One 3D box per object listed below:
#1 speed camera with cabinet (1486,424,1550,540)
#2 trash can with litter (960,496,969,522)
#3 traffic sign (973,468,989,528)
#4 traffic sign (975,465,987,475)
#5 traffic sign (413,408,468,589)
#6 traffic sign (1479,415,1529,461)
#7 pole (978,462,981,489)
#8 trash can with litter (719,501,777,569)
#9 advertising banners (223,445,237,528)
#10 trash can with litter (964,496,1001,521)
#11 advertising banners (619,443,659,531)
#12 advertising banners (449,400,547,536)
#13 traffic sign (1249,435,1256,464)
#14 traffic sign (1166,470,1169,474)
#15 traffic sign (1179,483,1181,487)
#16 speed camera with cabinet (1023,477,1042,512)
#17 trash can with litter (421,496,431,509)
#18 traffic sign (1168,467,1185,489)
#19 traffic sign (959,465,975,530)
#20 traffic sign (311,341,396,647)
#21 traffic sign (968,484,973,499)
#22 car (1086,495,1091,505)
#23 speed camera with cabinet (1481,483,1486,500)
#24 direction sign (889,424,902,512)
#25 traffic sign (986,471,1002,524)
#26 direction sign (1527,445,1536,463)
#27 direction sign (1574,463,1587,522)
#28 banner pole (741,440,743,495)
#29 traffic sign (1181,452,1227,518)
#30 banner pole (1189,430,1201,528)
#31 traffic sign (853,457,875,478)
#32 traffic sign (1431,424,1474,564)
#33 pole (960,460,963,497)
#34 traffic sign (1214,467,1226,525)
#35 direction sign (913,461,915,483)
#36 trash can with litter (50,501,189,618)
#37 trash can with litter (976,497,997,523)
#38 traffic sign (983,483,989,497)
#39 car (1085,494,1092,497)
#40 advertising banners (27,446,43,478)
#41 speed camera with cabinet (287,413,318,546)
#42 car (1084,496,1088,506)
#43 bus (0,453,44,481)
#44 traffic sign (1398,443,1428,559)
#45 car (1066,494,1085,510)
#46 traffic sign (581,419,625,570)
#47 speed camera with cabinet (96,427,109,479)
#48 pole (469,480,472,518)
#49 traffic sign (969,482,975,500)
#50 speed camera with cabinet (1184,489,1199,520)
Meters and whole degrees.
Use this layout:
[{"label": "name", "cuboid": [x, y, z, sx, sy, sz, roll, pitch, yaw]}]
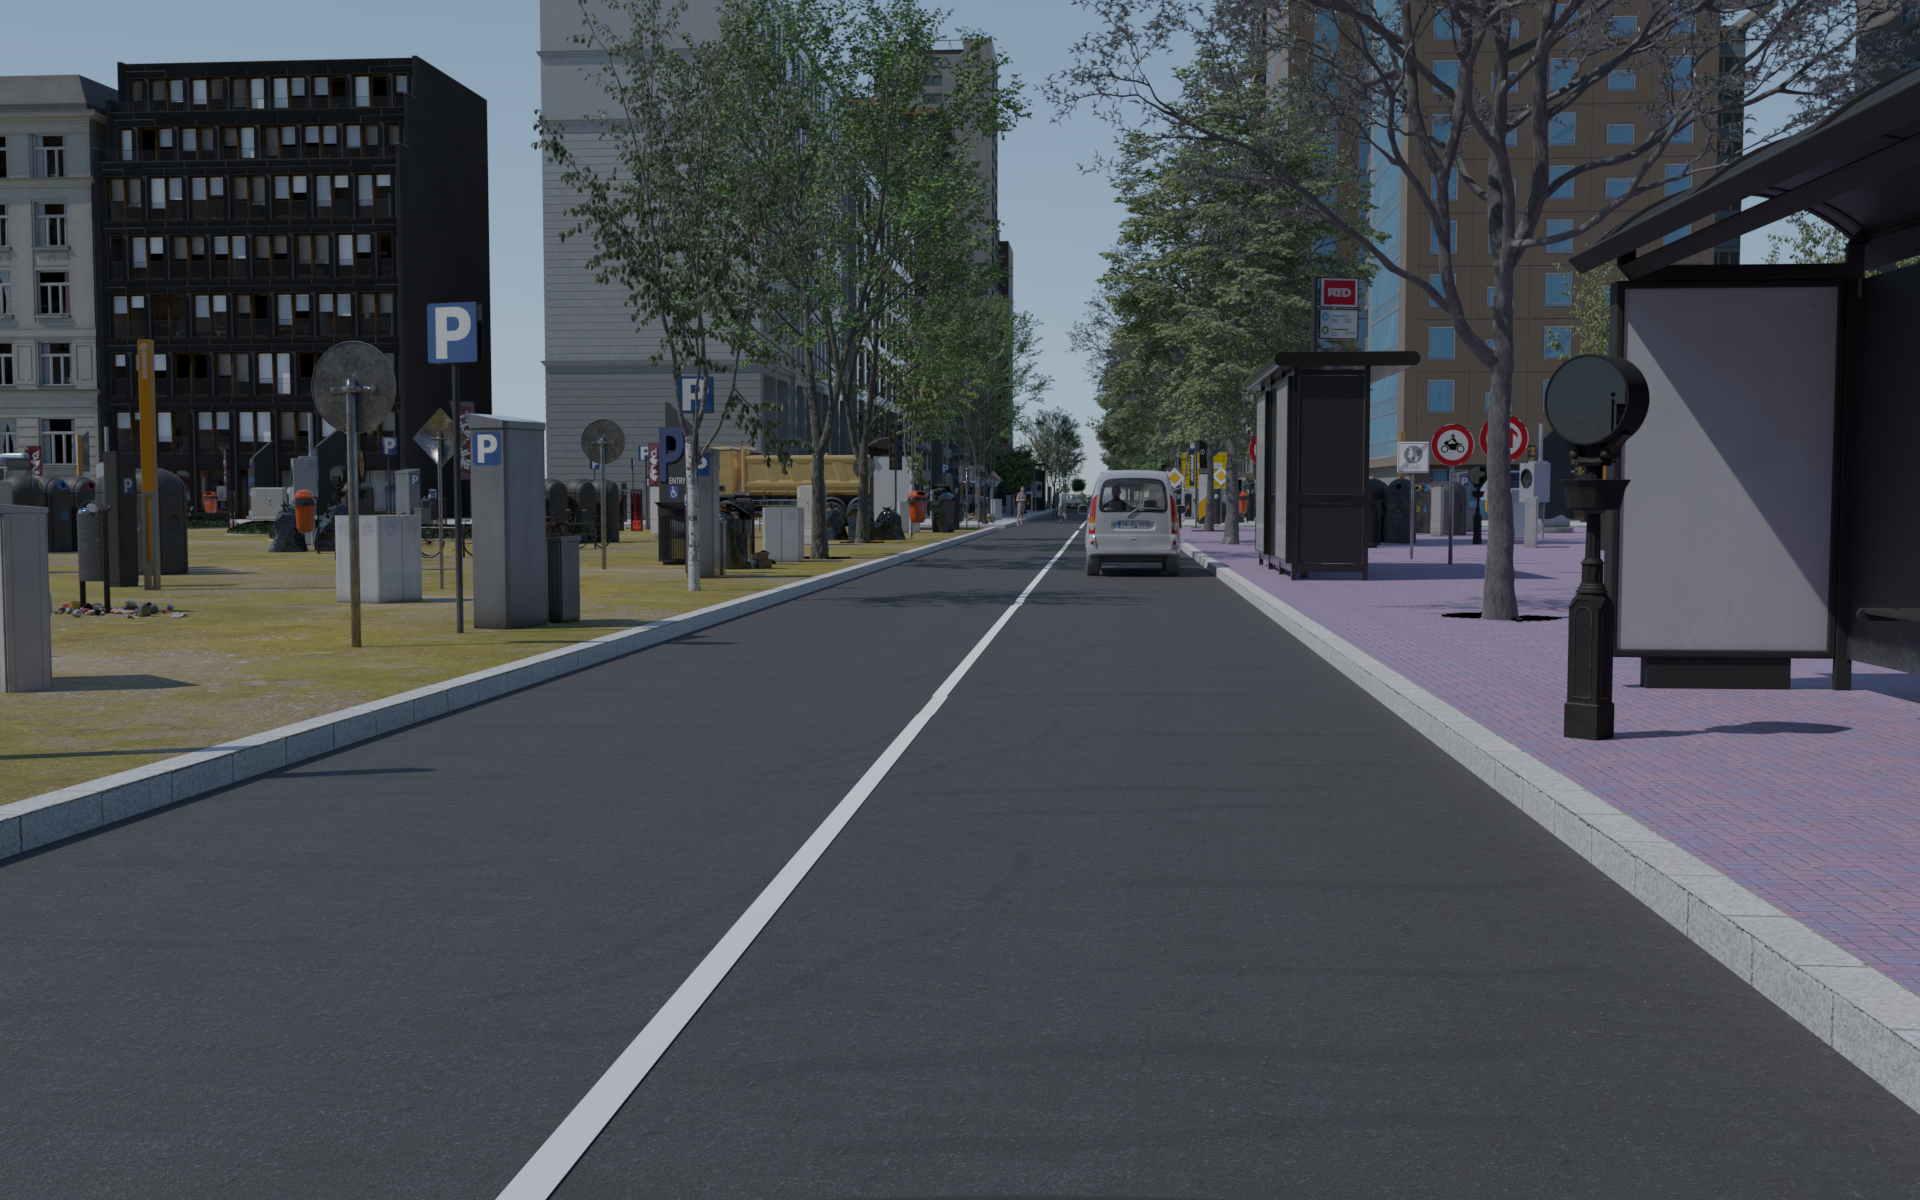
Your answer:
[{"label": "speed camera with cabinet", "cuboid": [15.953, -3.365, 49.355, 0.660, 3.252, 2.038, -1, 4, -17]}, {"label": "trash can with litter", "cuboid": [-0.081, -4.178, 79.698, 0.624, 1.170, 1.055, 1, 4, 20]}, {"label": "traffic sign", "cuboid": [0.727, -3.816, 66.036, 0.795, 2.450, 0.064, 0, 4, 5]}, {"label": "traffic sign", "cuboid": [0.798, -4.566, 74.768, 0.768, 2.556, 0.104, 1, 4, 8]}, {"label": "traffic sign", "cuboid": [-6.999, -1.355, 23.338, 0.795, 2.450, 0.064, 1, 4, 11]}, {"label": "traffic sign", "cuboid": [8.729, -1.698, 27.874, 0.768, 2.556, 0.104, 1, 4, 9]}, {"label": "pole", "cuboid": [1.224, -7.059, 109.265, 0.158, 3.312, 0.155, 0, 3, 0]}, {"label": "trash can with litter", "cuboid": [-3.721, -1.127, 29.806, 1.055, 1.170, 0.624, -3, 5, -44]}, {"label": "advertising banners", "cuboid": [-26.340, -4.054, 62.472, 0.090, 3.025, 2.074, -1, 4, -12]}, {"label": "trash can with litter", "cuboid": [0.822, -4.375, 82.581, 2.233, 1.210, 1.678, 0, 4, 5]}, {"label": "advertising banners", "cuboid": [-11.175, -3.884, 59.688, 2.074, 3.025, 0.090, 1, 4, 23]}, {"label": "advertising banners", "cuboid": [-8.835, -2.263, 33.195, 0.090, 3.025, 2.074, 3, 5, 43]}, {"label": "traffic sign", "cuboid": [6.177, -2.121, 34.785, 0.768, 2.556, 0.104, 1, 4, 9]}, {"label": "traffic sign", "cuboid": [8.776, -4.263, 73.341, 0.795, 2.450, 0.064, 0, 4, 5]}, {"label": "traffic sign", "cuboid": [12.868, -6.212, 101.676, 0.768, 2.556, 0.104, 1, 4, 9]}, {"label": "speed camera with cabinet", "cuboid": [4.971, -7.852, 122.721, 0.660, 3.252, 2.038, 3, 5, 40]}, {"label": "trash can with litter", "cuboid": [-16.825, -2.702, 55.241, 1.678, 1.210, 2.233, 0, 4, -2]}, {"label": "traffic sign", "cuboid": [8.093, -3.776, 65.386, 0.795, 2.450, 0.064, 0, 4, 5]}, {"label": "traffic sign", "cuboid": [0.242, -3.616, 61.249, 0.606, 2.300, 0.079, 1, 4, 14]}, {"label": "traffic sign", "cuboid": [-5.059, -0.877, 14.440, 0.768, 2.556, 0.104, 1, 4, 11]}, {"label": "traffic sign", "cuboid": [0.842, -6.926, 113.241, 0.884, 2.594, 0.081, 1, 4, 13]}, {"label": "car", "cuboid": [14.250, -11.305, 197.423, 1.945, 1.354, 3.894, 0, 4, 3]}, {"label": "speed camera with cabinet", "cuboid": [19.650, -4.144, 62.086, 2.038, 3.252, 0.660, -2, 4, -25]}, {"label": "direction sign", "cuboid": [-2.105, -3.958, 56.715, 0.379, 3.537, 0.876, 2, 4, 25]}, {"label": "traffic sign", "cuboid": [1.410, -4.303, 73.992, 0.795, 2.450, 0.064, 0, 4, 5]}, {"label": "direction sign", "cuboid": [26.446, -5.345, 79.389, 0.876, 3.537, 0.379, 1, 4, 19]}, {"label": "direction sign", "cuboid": [28.201, -5.274, 78.223, 0.876, 3.537, 0.379, 1, 4, 16]}, {"label": "banner pole", "cuboid": [-10.092, -5.516, 80.205, 0.401, 3.779, 0.863, 0, 4, -4]}, {"label": "traffic sign", "cuboid": [11.817, -5.492, 83.668, 2.265, 3.308, 0.079, 1, 4, 11]}, {"label": "banner pole", "cuboid": [8.873, -4.630, 65.719, 0.401, 3.779, 0.863, -1, 4, -17]}, {"label": "traffic sign", "cuboid": [-3.213, -3.532, 57.861, 0.768, 2.556, 0.104, 1, 4, 10]}, {"label": "traffic sign", "cuboid": [8.947, -1.922, 31.528, 0.768, 2.556, 0.104, 0, 4, 7]}, {"label": "pole", "cuboid": [0.070, -6.693, 103.269, 0.158, 3.312, 0.155, 0, 3, 0]}, {"label": "traffic sign", "cuboid": [10.962, -4.375, 72.723, 0.795, 2.450, 0.064, 1, 4, 11]}, {"label": "direction sign", "cuboid": [-3.333, -7.707, 118.004, 0.379, 3.537, 0.876, 2, 4, 32]}, {"label": "trash can with litter", "cuboid": [-9.110, -0.450, 18.414, 2.233, 1.210, 1.678, 2, 4, 35]}, {"label": "trash can with litter", "cuboid": [1.215, -4.101, 78.434, 1.055, 1.170, 0.624, 3, 5, 42]}, {"label": "traffic sign", "cuboid": [1.818, -7.419, 121.413, 0.768, 2.556, 0.104, 1, 4, 14]}, {"label": "car", "cuboid": [16.402, -12.895, 221.061, 2.015, 1.641, 3.980, 0, 4, 4]}, {"label": "advertising banners", "cuboid": [-32.573, -4.057, 62.513, 2.074, 3.025, 0.090, 0, 4, -3]}, {"label": "speed camera with cabinet", "cuboid": [-16.374, -2.980, 43.066, 0.660, 3.252, 2.038, -2, 4, -25]}, {"label": "car", "cuboid": [12.333, -10.429, 179.313, 1.959, 1.807, 4.718, 0, 4, 7]}, {"label": "bus", "cuboid": [-44.909, -4.799, 73.320, 13.247, 3.499, 2.948, 0, 4, 6]}, {"label": "traffic sign", "cuboid": [8.904, -1.955, 34.094, 0.606, 2.300, 0.079, 0, 4, 7]}, {"label": "car", "cuboid": [9.121, -7.931, 139.891, 2.015, 1.641, 3.980, 0, 4, 3]}, {"label": "traffic sign", "cuboid": [-6.053, -1.790, 29.378, 0.768, 2.556, 0.104, 0, 4, 5]}, {"label": "speed camera with cabinet", "cuboid": [-25.187, -3.425, 50.340, 0.660, 3.252, 2.038, 1, 4, 21]}, {"label": "pole", "cuboid": [-26.689, -6.158, 94.527, 0.158, 3.312, 0.155, 0, 3, 0]}, {"label": "traffic sign", "cuboid": [0.835, -6.515, 107.707, 0.795, 2.450, 0.064, 1, 4, 8]}, {"label": "speed camera with cabinet", "cuboid": [11.624, -5.706, 87.637, 0.660, 3.252, 2.038, 3, 5, 40]}]
